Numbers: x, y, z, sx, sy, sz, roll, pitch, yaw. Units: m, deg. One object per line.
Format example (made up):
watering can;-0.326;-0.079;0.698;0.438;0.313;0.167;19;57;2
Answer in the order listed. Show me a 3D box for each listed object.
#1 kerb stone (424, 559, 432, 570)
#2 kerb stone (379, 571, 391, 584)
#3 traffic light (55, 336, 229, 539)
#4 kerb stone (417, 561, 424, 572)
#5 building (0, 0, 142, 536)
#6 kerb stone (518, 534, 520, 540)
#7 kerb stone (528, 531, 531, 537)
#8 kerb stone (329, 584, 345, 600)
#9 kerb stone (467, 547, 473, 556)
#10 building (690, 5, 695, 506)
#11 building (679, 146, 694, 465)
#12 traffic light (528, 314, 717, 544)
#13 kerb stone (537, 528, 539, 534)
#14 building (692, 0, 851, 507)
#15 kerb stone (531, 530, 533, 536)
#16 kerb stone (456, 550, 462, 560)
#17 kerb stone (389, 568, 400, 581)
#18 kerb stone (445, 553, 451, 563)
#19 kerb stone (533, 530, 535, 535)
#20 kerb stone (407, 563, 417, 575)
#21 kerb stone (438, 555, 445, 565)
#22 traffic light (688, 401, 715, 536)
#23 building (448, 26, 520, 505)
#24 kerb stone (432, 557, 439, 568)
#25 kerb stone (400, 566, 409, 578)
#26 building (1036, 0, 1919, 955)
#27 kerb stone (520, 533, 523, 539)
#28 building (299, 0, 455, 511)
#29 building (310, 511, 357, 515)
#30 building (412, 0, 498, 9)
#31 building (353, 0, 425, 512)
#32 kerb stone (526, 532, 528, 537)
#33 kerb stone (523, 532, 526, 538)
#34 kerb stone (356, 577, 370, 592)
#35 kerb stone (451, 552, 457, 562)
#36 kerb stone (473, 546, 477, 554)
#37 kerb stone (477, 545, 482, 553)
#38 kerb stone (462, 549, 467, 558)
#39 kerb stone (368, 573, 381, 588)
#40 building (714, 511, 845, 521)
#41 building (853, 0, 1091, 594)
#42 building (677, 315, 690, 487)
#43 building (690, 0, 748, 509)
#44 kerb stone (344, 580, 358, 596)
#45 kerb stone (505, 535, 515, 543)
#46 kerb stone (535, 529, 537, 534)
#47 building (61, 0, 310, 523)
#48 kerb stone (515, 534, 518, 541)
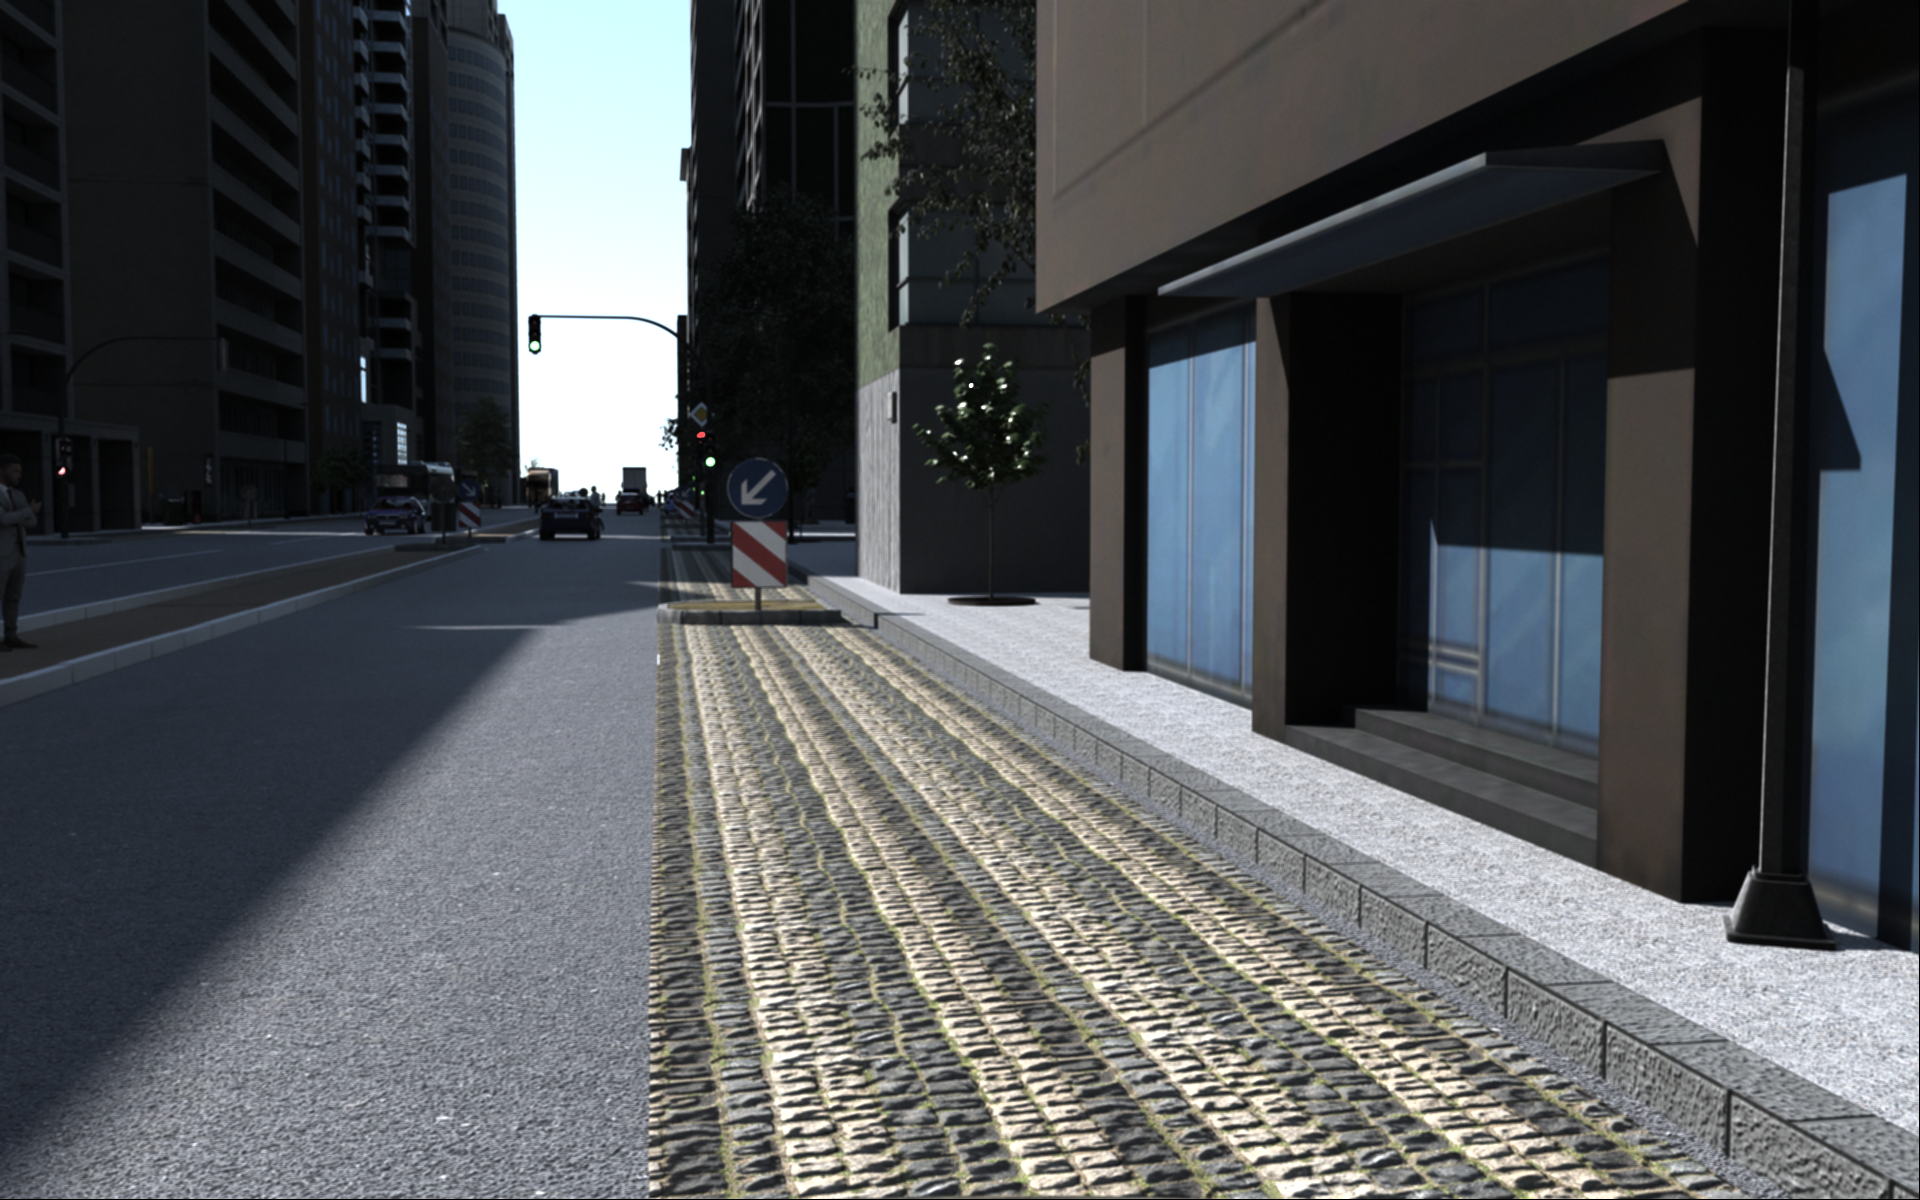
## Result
kerb stone;-10.171;-0.647;32.769;0.120;0.150;1.000;-1;4;-10
kerb stone;-9.290;-0.338;27.722;0.120;0.150;1.000;-1;4;-10
traffic light;-23.598;-4.603;49.928;4.771;5.953;1.251;-1;4;-10
kerb stone;-9.999;-0.585;31.762;0.120;0.150;1.000;-1;4;-10
building;-39.346;-37.738;55.268;20.563;71.187;20.611;-1;4;-10
kerb stone;-13.757;-1.914;53.493;0.120;0.150;1.000;-1;4;-10
kerb stone;-14.449;-2.161;57.533;0.120;0.150;1.000;-1;4;-10
kerb stone;-8.593;-0.089;23.677;0.120;0.150;1.000;-1;4;-10
kerb stone;-11.385;-1.079;39.838;0.120;0.150;1.000;-1;4;-10
building;-18.650;-39.576;189.063;21.231;58.520;28.212;-1;4;-10
building;-27.001;-40.943;258.654;28.713;52.752;27.495;-1;4;-10
traffic light;-8.534;-4.256;44.258;4.771;5.953;1.251;-1;4;-10
kerb stone;-15.147;-2.409;61.583;0.120;0.150;1.000;-1;4;-10
building;-26.542;-48.646;233.620;20.563;71.187;20.611;-1;4;-10
kerb stone;-14.627;-2.220;58.545;0.120;0.150;1.000;-1;4;-10
kerb stone;-11.043;-0.956;37.819;0.120;0.150;1.000;-1;4;-10
kerb stone;-9.466;-0.400;28.731;0.120;0.150;1.000;-1;4;-10
kerb stone;-10.693;-0.832;35.801;0.120;0.150;1.000;-1;4;-10
kerb stone;-14.795;-2.286;59.566;0.120;0.150;1.000;-1;4;-10
kerb stone;-9.814;-0.522;30.756;0.120;0.150;1.000;-1;4;-10
kerb stone;-10.513;-0.768;34.792;0.120;0.150;1.000;-1;4;-10
traffic light;-7.849;-3.896;52.621;0.839;4.253;0.868;-1;4;-10
building;-67.588;-41.304;217.321;21.231;58.520;28.212;-1;4;-10
kerb stone;-10.338;-0.708;33.778;0.120;0.150;1.000;-1;4;-10
kerb stone;-9.645;-0.460;29.737;0.120;0.150;1.000;-1;4;-10
building;8.605;-21.807;6.655;14.600;45.320;14.200;-1;4;-10
kerb stone;-13.922;-1.976;54.503;0.120;0.150;1.000;-1;4;-10
building;-54.923;-31.175;159.830;14.600;45.320;14.200;-1;4;-10
building;-46.919;-28.156;110.468;14.600;45.320;14.200;-1;4;-10
building;-72.557;-49.127;241.471;20.563;71.187;20.611;-1;4;-10
building;-54.244;-50.337;135.686;22.319;86.520;31.000;-1;4;-10
kerb stone;-14.279;-2.100;56.526;0.120;0.150;1.000;-1;4;-10
kerb stone;-14.098;-2.037;55.510;0.120;0.150;1.000;-1;4;-10
kerb stone;-8.939;-0.213;25.698;0.120;0.150;1.000;-1;4;-10
kerb stone;-10.861;-0.888;36.810;0.120;0.150;1.000;-1;4;-10
kerb stone;-11.561;-1.141;40.847;0.120;0.150;1.000;-1;4;-10
kerb stone;-11.739;-1.203;41.864;0.120;0.150;1.000;-1;4;-10
kerb stone;-11.217;-1.017;38.828;0.120;0.150;1.000;-1;4;-10
kerb stone;-9.119;-0.275;26.714;0.120;0.150;1.000;-1;4;-10
building;-2.426;-39.743;88.056;20.563;71.187;20.611;-1;4;-10
building;4.979;-21.118;28.872;14.154;41.232;14.086;-1;4;-10
building;-38.336;-30.994;278.450;14.160;30.474;14.107;-1;4;-10
building;-11.290;-31.833;144.164;21.300;48.544;21.600;-1;4;-10
kerb stone;-8.774;-0.144;24.690;0.120;0.150;1.000;-1;4;-10
kerb stone;-13.402;-1.789;51.471;0.120;0.150;1.000;-1;4;-10
kerb stone;-14.970;-2.347;60.575;0.120;0.150;1.000;-1;4;-10
building;-45.469;-28.176;84.385;21.300;48.544;21.600;-1;4;-10
kerb stone;-13.563;-1.852;52.483;0.120;0.150;1.000;-1;4;-10
